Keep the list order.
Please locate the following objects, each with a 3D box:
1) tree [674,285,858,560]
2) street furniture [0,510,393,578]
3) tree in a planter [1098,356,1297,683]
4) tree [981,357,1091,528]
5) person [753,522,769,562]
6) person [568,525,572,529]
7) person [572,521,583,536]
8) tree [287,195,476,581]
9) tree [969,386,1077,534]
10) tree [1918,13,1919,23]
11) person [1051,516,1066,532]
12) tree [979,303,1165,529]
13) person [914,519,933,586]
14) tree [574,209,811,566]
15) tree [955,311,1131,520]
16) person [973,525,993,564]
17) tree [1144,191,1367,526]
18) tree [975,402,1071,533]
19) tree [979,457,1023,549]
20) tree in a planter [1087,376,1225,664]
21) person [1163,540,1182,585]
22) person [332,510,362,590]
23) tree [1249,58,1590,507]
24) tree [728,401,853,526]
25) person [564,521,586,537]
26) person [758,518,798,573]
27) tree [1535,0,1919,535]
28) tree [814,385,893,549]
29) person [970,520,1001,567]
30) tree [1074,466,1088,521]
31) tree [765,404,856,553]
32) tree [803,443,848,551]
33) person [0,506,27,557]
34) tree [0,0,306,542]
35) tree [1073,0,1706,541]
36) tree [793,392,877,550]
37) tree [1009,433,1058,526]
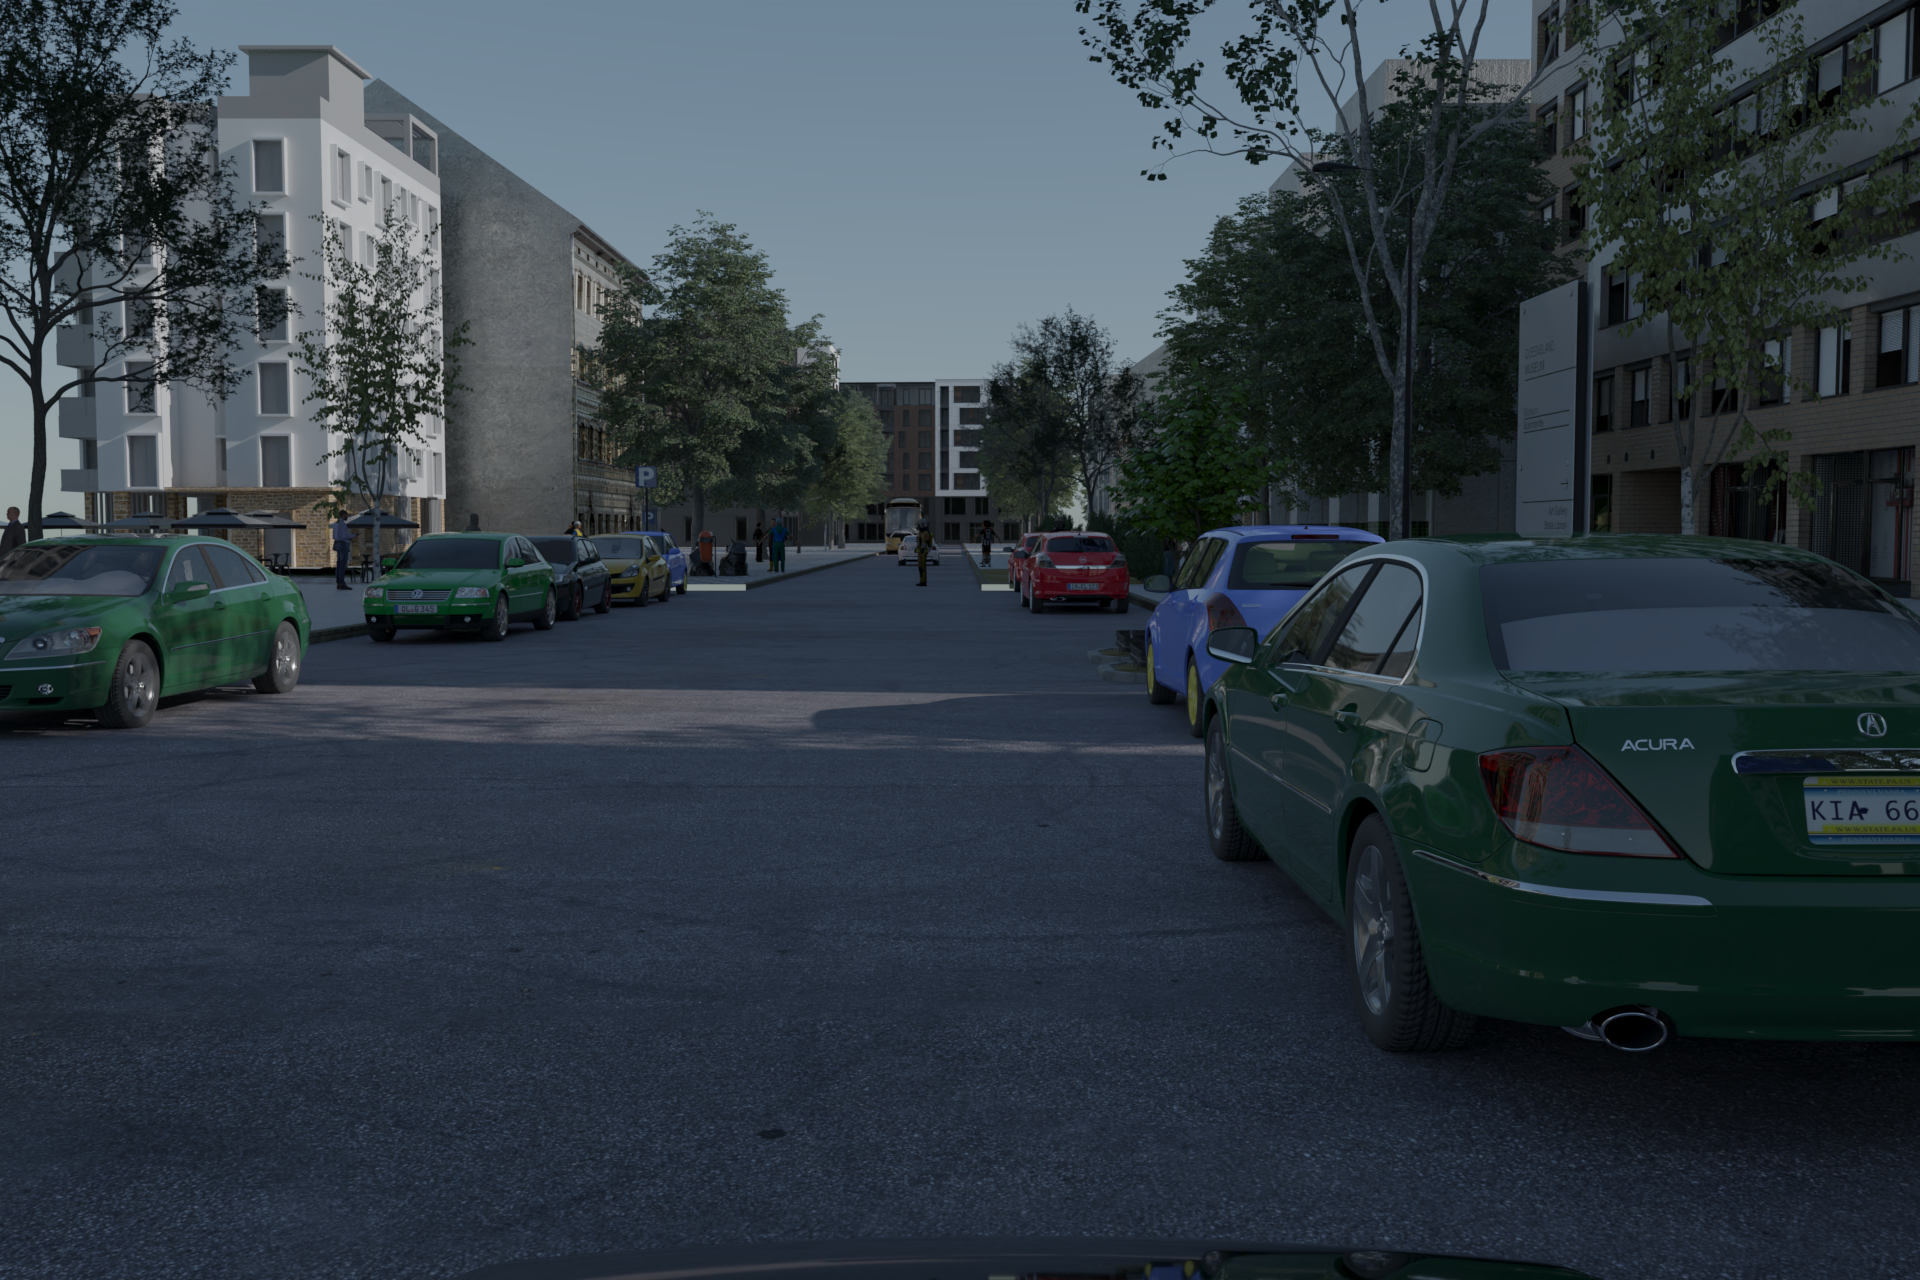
[{"bbox_3d":[-9.906,-10.980,86.170,9.857,13.997,8.962,0,3,0],"label":"tree"},{"bbox_3d":[-24.294,-3.069,55.205,27.439,1.986,14.083,0,4,2],"label":"street furniture"},{"bbox_3d":[2.409,-1.234,17.398,1.991,3.239,1.994,0,4,1],"label":"tree in a planter"},{"bbox_3d":[4.963,-11.787,110.840,7.486,12.596,7.792,0,3,0],"label":"tree"},{"bbox_3d":[-9.098,-4.437,78.727,0.705,1.806,1.347,-3,4,-37],"label":"person"},{"bbox_3d":[-18.896,-4.699,83.635,0.721,1.733,1.217,-1,4,-9],"label":"person"},{"bbox_3d":[-14.468,-3.639,65.968,0.721,1.772,1.216,1,4,14],"label":"person"},{"bbox_3d":[-12.945,-5.388,38.458,4.737,8.622,4.395,0,3,0],"label":"tree"},{"bbox_3d":[5.346,-14.173,138.378,9.857,13.997,8.962,0,3,0],"label":"tree"},{"bbox_3d":[8.517,-4.561,8.989,7.601,10.594,8.767,-2,4,-32],"label":"tree"},{"bbox_3d":[2.331,-1.995,40.857,1.354,1.856,0.705,1,4,15],"label":"person"},{"bbox_3d":[5.263,-8.280,69.787,8.767,10.594,7.601,-3,5,-42],"label":"tree"},{"bbox_3d":[-1.061,-2.409,47.605,0.705,1.858,1.354,-1,4,-9],"label":"person"},{"bbox_3d":[-10.644,-9.989,69.982,9.857,13.997,8.962,0,3,0],"label":"tree"},{"bbox_3d":[4.760,-11.379,96.414,12.009,13.543,11.850,0,3,0],"label":"tree"},{"bbox_3d":[1.046,-4.151,74.141,0.705,1.796,1.348,3,4,36],"label":"person"},{"bbox_3d":[9.882,-8.574,58.312,7.486,12.596,7.792,0,3,0],"label":"tree"},{"bbox_3d":[4.892,-12.401,128.517,9.928,11.665,9.643,0,3,0],"label":"tree"},{"bbox_3d":[5.441,-13.688,149.561,9.928,11.665,9.643,0,3,0],"label":"tree"},{"bbox_3d":[2.460,-1.369,19.601,1.991,3.239,1.994,0,4,1],"label":"tree in a planter"},{"bbox_3d":[4.834,-2.049,39.713,0.705,1.803,1.348,0,4,-6],"label":"person"},{"bbox_3d":[-14.090,-2.076,39.852,0.599,1.838,0.709,-3,5,-42],"label":"person"},{"bbox_3d":[12.326,-8.659,48.237,9.857,13.997,8.962,0,3,0],"label":"tree"},{"bbox_3d":[-10.114,-10.060,98.899,8.767,10.594,7.601,0,4,6],"label":"tree"},{"bbox_3d":[-15.537,-3.877,69.615,1.346,1.802,0.704,-1,4,-21],"label":"person"},{"bbox_3d":[-5.994,-3.128,57.272,1.347,1.817,0.704,-1,4,-17],"label":"person"},{"bbox_3d":[8.562,-4.243,19.736,4.737,8.622,4.395,0,3,0],"label":"tree"},{"bbox_3d":[-10.271,-14.881,149.960,9.857,13.997,8.962,0,3,0],"label":"tree"},{"bbox_3d":[1.024,-3.743,67.341,1.345,1.843,0.704,-2,4,-24],"label":"person"},{"bbox_3d":[20.494,-20.142,235.981,9.857,13.997,8.962,0,3,0],"label":"tree"},{"bbox_3d":[-10.395,-11.042,114.943,7.601,10.594,8.767,-1,4,-11],"label":"tree"},{"bbox_3d":[-10.088,-10.917,128.861,4.737,8.622,4.395,0,3,0],"label":"tree"},{"bbox_3d":[-16.329,-1.421,29.831,0.990,1.755,0.434,3,5,41],"label":"person"},{"bbox_3d":[-13.198,-5.544,25.050,7.601,10.594,8.767,-2,4,-28],"label":"tree"},{"bbox_3d":[8.435,-10.836,33.059,12.611,20.169,13.585,0,3,0],"label":"tree"},{"bbox_3d":[-10.601,-13.372,136.755,7.486,12.596,7.792,0,3,0],"label":"tree"},{"bbox_3d":[5.173,-10.296,118.705,4.737,8.622,4.395,0,3,0],"label":"tree"}]
